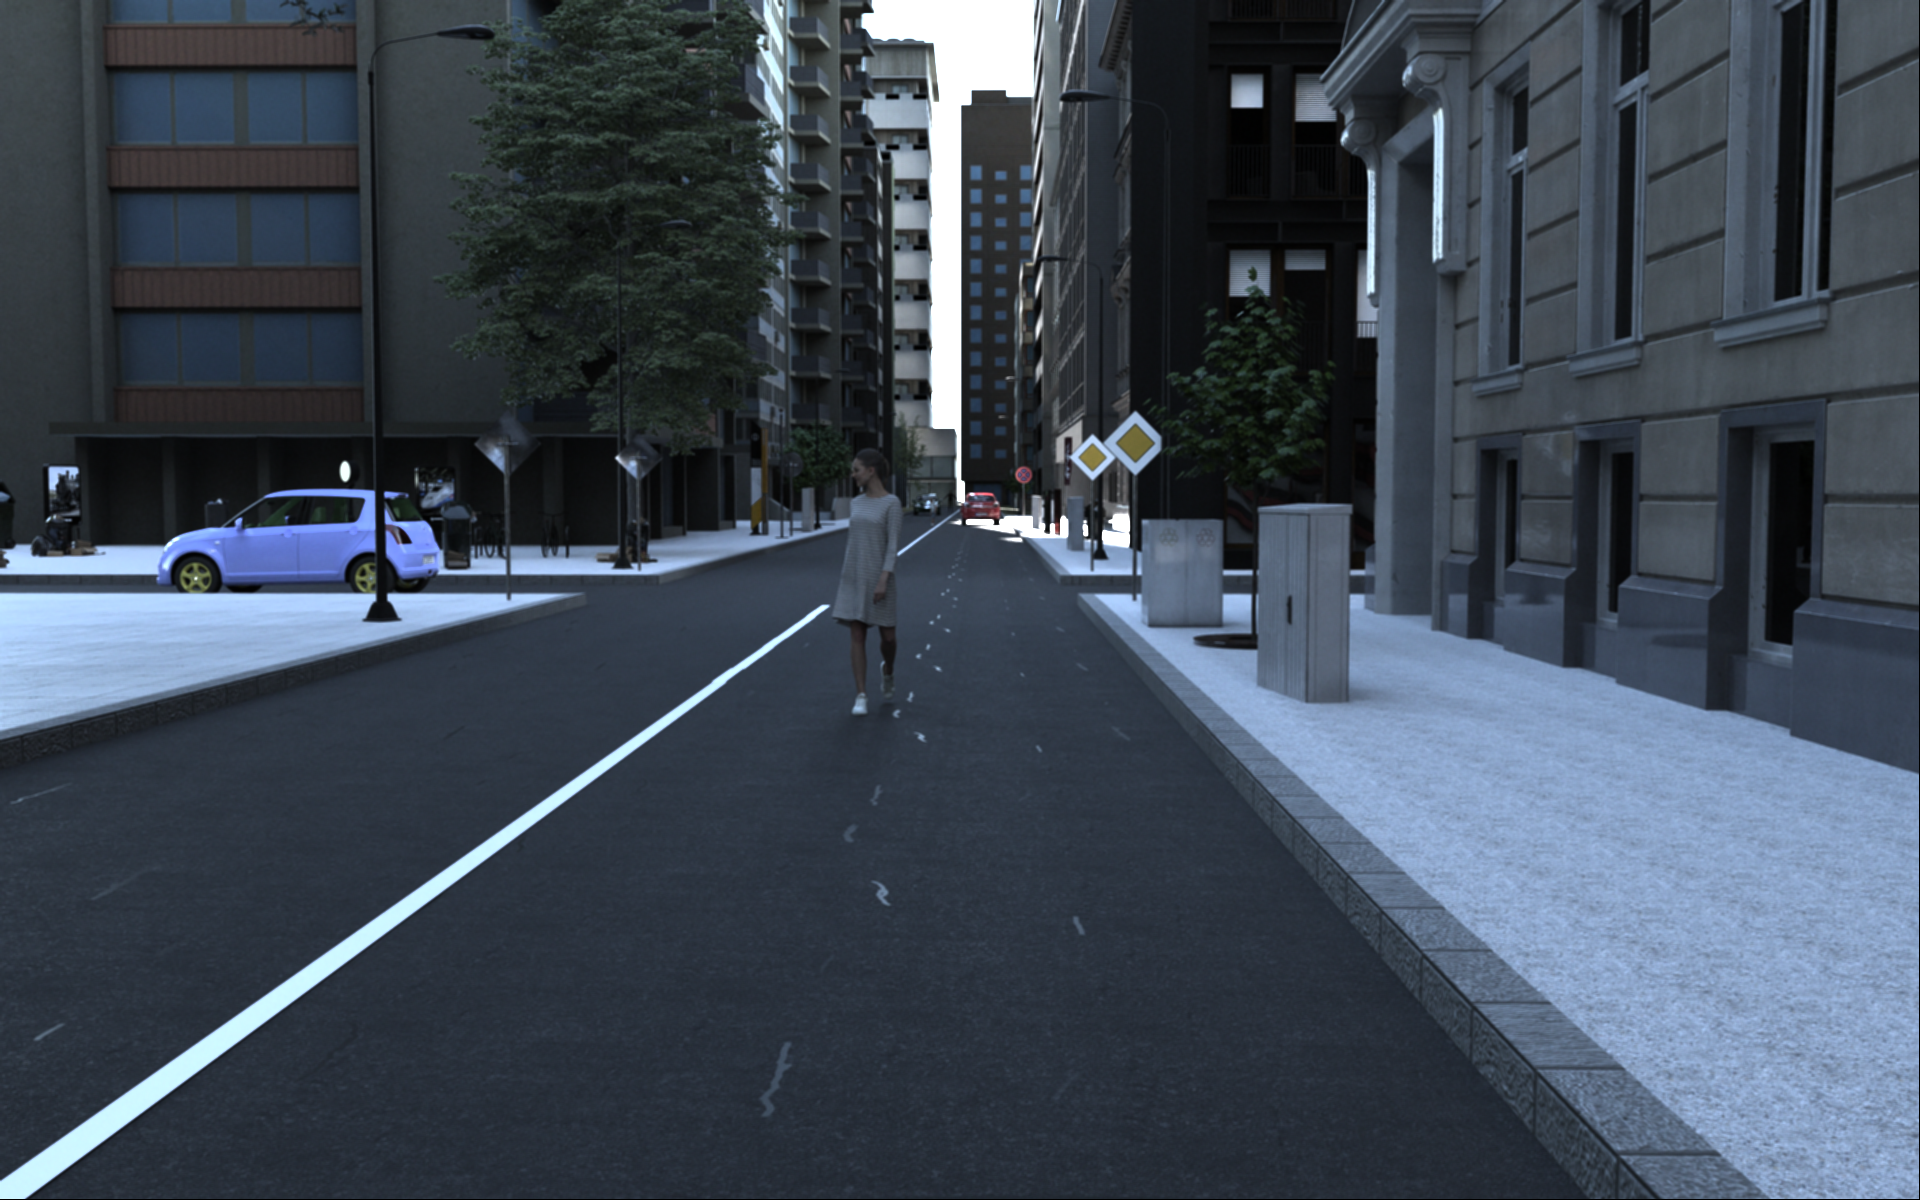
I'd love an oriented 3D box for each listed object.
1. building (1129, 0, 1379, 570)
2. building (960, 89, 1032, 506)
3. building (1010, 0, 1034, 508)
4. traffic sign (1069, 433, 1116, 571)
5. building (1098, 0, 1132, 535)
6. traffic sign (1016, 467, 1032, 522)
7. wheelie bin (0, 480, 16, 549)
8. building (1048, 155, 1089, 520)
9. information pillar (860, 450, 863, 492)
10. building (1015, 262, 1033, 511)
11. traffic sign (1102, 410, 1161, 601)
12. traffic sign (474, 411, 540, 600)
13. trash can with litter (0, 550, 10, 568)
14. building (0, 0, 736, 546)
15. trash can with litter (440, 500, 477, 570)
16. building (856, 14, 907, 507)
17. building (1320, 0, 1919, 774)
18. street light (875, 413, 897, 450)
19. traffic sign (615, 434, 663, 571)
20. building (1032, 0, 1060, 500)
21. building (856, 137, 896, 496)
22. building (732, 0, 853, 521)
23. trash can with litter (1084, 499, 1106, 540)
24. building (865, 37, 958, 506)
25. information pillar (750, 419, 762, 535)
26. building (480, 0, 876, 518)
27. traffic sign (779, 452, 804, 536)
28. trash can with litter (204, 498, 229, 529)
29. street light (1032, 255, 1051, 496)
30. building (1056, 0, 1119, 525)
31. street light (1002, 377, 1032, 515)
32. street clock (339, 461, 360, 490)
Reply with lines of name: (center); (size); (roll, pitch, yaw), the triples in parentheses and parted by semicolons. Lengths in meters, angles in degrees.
building: (11.867, -12.528, 34.512); (15.834, 23.373, 12.332); (0, 4, 1)
building: (7.195, -33.328, 195.025); (14.200, 45.320, 14.600); (0, 4, 1)
building: (15.259, -44.585, 167.219); (20.563, 71.187, 20.611); (0, 4, 1)
traffic sign: (2.195, -1.535, 28.737); (0.795, 2.450, 0.064); (0, 4, 1)
building: (10.013, -11.425, 51.429); (10.561, 19.102, 19.286); (0, 4, 1)
traffic sign: (2.952, -4.899, 80.210); (0.768, 2.556, 0.104); (0, 4, 1)
wheelie bin: (-22.460, -1.981, 40.302); (0.980, 1.594, 0.693); (1, 4, 23)
building: (10.037, -15.015, 94.654); (9.793, 20.994, 18.267); (0, 4, 1)
information pillar: (-5.199, -6.115, 91.333); (0.183, 3.616, 0.504); (0, 4, 2)
building: (18.639, -18.255, 143.504); (27.650, 21.520, 28.899); (0, 4, 1)
traffic sign: (2.094, -1.047, 20.753); (0.795, 2.450, 0.064); (0, 4, 1)
traffic sign: (-5.449, -1.054, 20.868); (0.795, 2.450, 0.064); (0, 4, 1)
trash can with litter: (-16.890, -1.126, 29.793); (0.624, 1.170, 1.055); (0, 4, 0)
building: (-18.018, -24.466, 54.646); (22.147, 44.769, 28.867); (0, 4, 1)
trash can with litter: (-8.600, -1.127, 29.810); (0.624, 1.170, 1.055); (-1, 4, -19)
building: (-21.099, -52.185, 165.904); (31.000, 86.520, 22.319); (0, 4, 1)
building: (10.633, -13.632, 8.782); (13.634, 28.700, 20.117); (0, 4, 1)
street light: (-4.314, -7.756, 99.357); (1.470, 5.913, 1.316); (0, 4, 1)
traffic sign: (-5.348, -1.542, 28.852); (0.795, 2.450, 0.064); (0, 4, 1)
building: (15.939, -30.202, 117.508); (21.300, 48.544, 21.600); (0, 4, 1)
building: (-12.612, -22.526, 139.994); (14.160, 30.474, 14.107); (0, 4, 1)
building: (-22.034, -24.301, 89.204); (32.217, 40.220, 23.993); (0, 4, 1)
trash can with litter: (3.546, -2.267, 48.459); (1.055, 1.170, 0.624); (2, 4, 30)
building: (-14.132, -37.489, 202.187); (27.495, 52.752, 28.713); (0, 4, 1)
information pillar: (-6.324, -3.843, 54.189); (0.504, 3.616, 0.183); (-1, 4, -20)
building: (-17.266, -28.351, 118.167); (22.147, 44.769, 28.867); (0, 4, 1)
traffic sign: (-5.141, -3.217, 52.710); (0.768, 2.556, 0.104); (1, 4, 8)
trash can with litter: (-14.767, -1.468, 35.065); (2.233, 1.210, 1.678); (1, 4, 12)
street light: (2.207, -3.750, 33.850); (1.470, 5.913, 1.316); (0, 4, 1)
building: (11.669, -17.079, 72.755); (14.314, 27.812, 24.014); (0, 4, 1)
street light: (2.519, -5.906, 69.097); (1.470, 5.913, 1.316); (0, 4, 1)
street clock: (-13.201, -2.014, 37.501); (0.471, 2.002, 0.358); (3, 5, 41)
